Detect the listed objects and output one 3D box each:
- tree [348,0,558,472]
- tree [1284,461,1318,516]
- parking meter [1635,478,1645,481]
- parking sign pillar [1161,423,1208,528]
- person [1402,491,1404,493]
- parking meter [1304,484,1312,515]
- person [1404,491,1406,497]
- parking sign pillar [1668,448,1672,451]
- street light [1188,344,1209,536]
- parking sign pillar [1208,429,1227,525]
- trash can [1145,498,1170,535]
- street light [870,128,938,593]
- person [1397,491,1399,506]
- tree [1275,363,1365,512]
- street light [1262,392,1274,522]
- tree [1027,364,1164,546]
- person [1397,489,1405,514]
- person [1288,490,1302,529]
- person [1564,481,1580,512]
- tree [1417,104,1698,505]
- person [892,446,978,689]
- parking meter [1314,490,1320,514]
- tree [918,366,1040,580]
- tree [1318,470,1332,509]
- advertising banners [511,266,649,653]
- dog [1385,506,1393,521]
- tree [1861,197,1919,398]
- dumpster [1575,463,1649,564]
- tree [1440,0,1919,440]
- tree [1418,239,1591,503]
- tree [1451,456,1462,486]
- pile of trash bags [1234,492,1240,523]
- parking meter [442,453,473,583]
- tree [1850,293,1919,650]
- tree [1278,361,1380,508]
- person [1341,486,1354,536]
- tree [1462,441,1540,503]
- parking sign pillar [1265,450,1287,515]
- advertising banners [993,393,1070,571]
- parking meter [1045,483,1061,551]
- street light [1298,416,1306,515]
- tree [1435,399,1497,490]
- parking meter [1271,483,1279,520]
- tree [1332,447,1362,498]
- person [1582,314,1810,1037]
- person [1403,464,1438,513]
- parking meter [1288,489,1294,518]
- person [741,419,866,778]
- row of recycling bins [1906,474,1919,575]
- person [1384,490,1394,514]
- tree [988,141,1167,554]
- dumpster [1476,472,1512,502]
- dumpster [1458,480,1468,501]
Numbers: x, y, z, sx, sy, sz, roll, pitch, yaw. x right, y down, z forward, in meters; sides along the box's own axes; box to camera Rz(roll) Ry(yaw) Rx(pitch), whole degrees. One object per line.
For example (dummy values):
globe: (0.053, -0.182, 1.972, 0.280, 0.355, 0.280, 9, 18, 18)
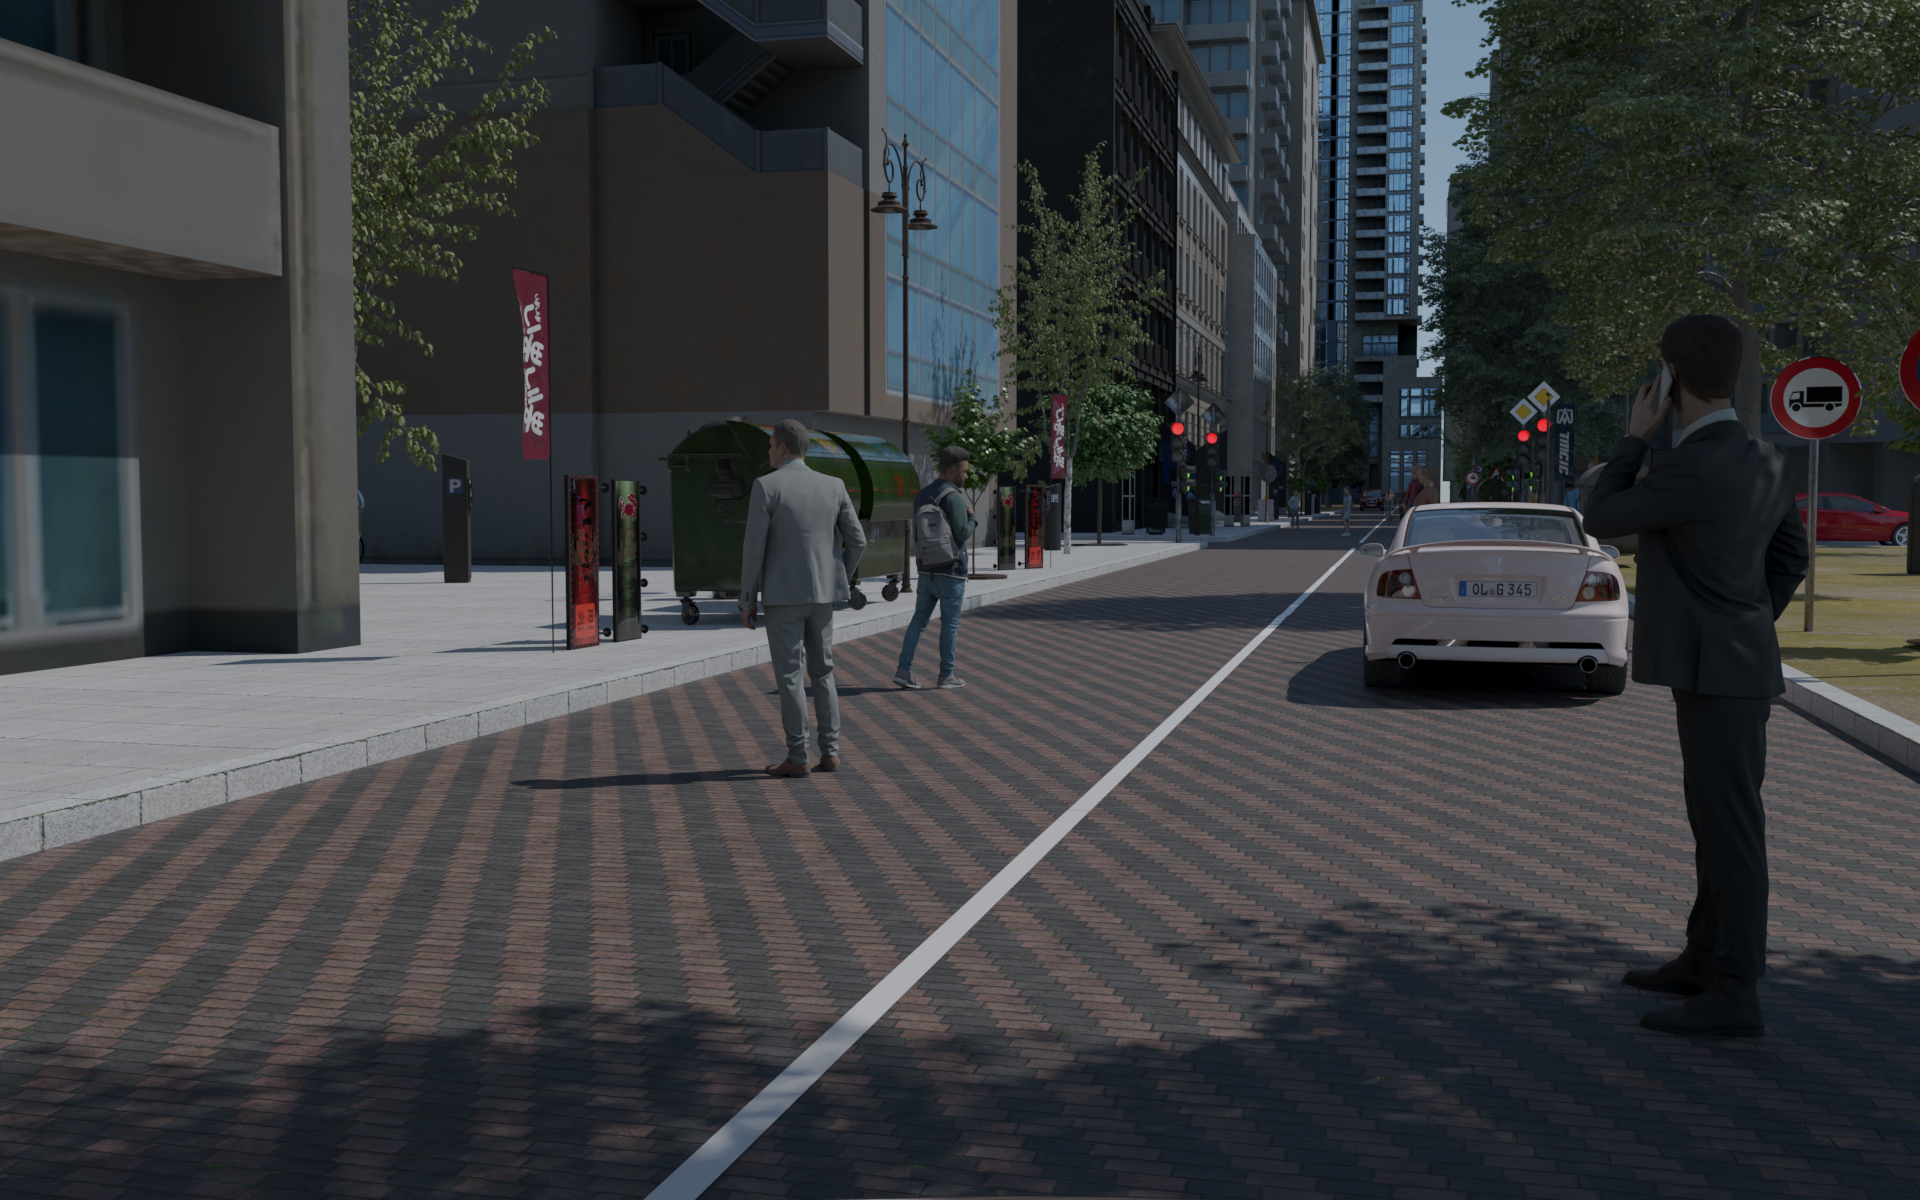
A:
tree: (-6.603, -4.120, 17.726, 4.737, 8.622, 4.395, 0, 3, 0)
tree: (19.539, -6.490, 100.705, 1.663, 3.219, 1.824, 0, 3, 0)
parking meter: (16.526, -2.224, 42.072, 0.255, 1.863, 0.399, 1, 4, 17)
parking sign pillar: (8.254, -4.705, 65.394, 1.447, 3.967, 1.447, 3, 5, 39)
person: (48.899, -11.152, 190.923, 0.705, 1.812, 1.348, 0, 4, -6)
parking meter: (21.050, -6.054, 104.701, 0.399, 1.863, 0.255, -1, 4, -17)
person: (44.143, -9.941, 171.713, 1.217, 1.739, 0.721, 1, 4, 19)
parking sign pillar: (34.158, -5.767, 82.767, 1.447, 3.967, 1.447, -3, 5, -44)
street light: (7.349, -4.935, 53.472, 0.468, 5.910, 1.993, 1, 4, 15)
parking sign pillar: (10.371, -5.089, 71.683, 1.447, 3.967, 1.447, 0, 4, -4)
trash can: (6.141, -2.610, 54.320, 0.748, 1.137, 0.748, 0, 3, 0)
street light: (-0.702, -3.033, 22.373, 0.468, 5.910, 1.993, 1, 4, 15)
person: (47.993, -11.016, 189.280, 0.621, 1.740, 0.551, -3, 4, -37)
tree: (24.327, -11.487, 122.232, 8.767, 10.594, 7.601, 1, 4, 14)
street light: (13.873, -6.451, 78.268, 0.468, 5.910, 1.993, 1, 4, 15)
tree: (3.396, -3.637, 43.178, 4.285, 4.588, 4.351, 0, 3, 0)
person: (32.132, -7.170, 126.179, 0.683, 1.767, 0.568, 2, 4, 34)
person: (13.682, -3.698, 70.777, 0.589, 1.601, 0.330, -1, 4, -23)
person: (16.369, -2.278, 46.094, 0.601, 1.785, 0.444, 2, 4, 31)
tree: (19.297, -9.138, 56.067, 9.857, 13.997, 8.962, 0, 3, 0)
person: (-0.137, -0.237, 12.723, 0.623, 1.781, 0.721, 3, 4, 36)
parking meter: (23.245, -6.379, 112.706, 0.372, 1.533, 0.369, 0, 3, 0)
tree: (0.098, -1.942, 26.356, 1.663, 3.219, 1.824, 0, 3, 0)
tree: (28.833, -8.744, 137.570, 1.663, 3.219, 1.824, 0, 3, 0)
advertising banners: (-3.130, -1.113, 14.378, 0.090, 3.025, 2.074, 1, 4, 18)
dog: (22.639, -4.574, 91.621, 0.513, 0.831, 0.800, 2, 4, 27)
tree: (21.869, -5.315, 37.261, 4.737, 8.622, 4.395, 0, 3, 0)
dumpster: (11.708, -1.538, 30.902, 1.264, 1.857, 1.865, 1, 4, 15)
tree: (9.918, -6.386, 22.541, 7.486, 12.596, 7.792, 0, 3, 0)
tree: (21.747, -8.649, 67.172, 9.928, 11.665, 9.643, 0, 3, 0)
tree: (37.737, -8.777, 127.224, 4.285, 4.588, 4.351, 0, 3, 0)
pile of trash bags: (12.292, -4.220, 78.744, 1.912, 1.369, 3.447, 1, 4, 17)
parking meter: (-7.249, -1.180, 25.010, 0.399, 1.863, 0.255, 0, 4, -7)
tree: (8.413, -1.192, 14.085, 1.663, 3.219, 1.824, 0, 3, 0)
tree: (34.783, -15.720, 163.677, 9.857, 13.997, 8.962, 0, 3, 0)
person: (13.262, -3.049, 59.361, 0.522, 1.701, 0.512, 0, 4, -7)
tree: (27.168, -6.216, 85.339, 4.285, 4.588, 4.351, 0, 3, 0)
parking sign pillar: (19.248, -7.166, 105.632, 1.447, 3.967, 1.447, 1, 4, 18)
advertising banners: (1.248, -2.044, 29.613, 0.090, 3.025, 2.074, 3, 5, 40)
parking meter: (2.111, -1.894, 39.375, 0.372, 1.533, 0.369, 0, 3, 0)
street light: (20.287, -7.954, 102.838, 0.468, 5.910, 1.993, 1, 4, 15)
tree: (34.857, -10.255, 118.038, 4.737, 8.622, 4.395, 0, 3, 0)
parking meter: (15.722, -4.940, 86.473, 0.399, 1.863, 0.255, 0, 4, 8)
tree: (40.062, -14.131, 181.401, 4.360, 8.622, 3.978, 0, 3, 0)
person: (1.971, 0.195, 4.681, 0.474, 1.900, 0.648, 3, 4, 38)
person: (6.109, -0.882, 22.897, 0.573, 1.828, 0.580, -2, 4, -26)
parking meter: (17.960, -5.230, 93.922, 0.372, 1.533, 0.369, 0, 3, 0)
person: (-0.813, -0.014, 8.831, 0.635, 1.810, 0.391, -3, 5, -41)
row of recycling bins: (16.968, -1.269, 27.866, 3.534, 1.692, 1.069, -1, 4, -12)
person: (30.135, -6.895, 121.828, 0.593, 1.750, 0.643, -1, 4, -13)
tree: (2.340, -5.302, 37.057, 4.737, 8.622, 4.395, 0, 3, 0)
dumpster: (24.143, -4.640, 78.364, 1.502, 2.255, 1.985, 1, 4, 15)
dumpster: (32.472, -6.581, 110.094, 1.502, 2.255, 1.985, 1, 4, 14)
